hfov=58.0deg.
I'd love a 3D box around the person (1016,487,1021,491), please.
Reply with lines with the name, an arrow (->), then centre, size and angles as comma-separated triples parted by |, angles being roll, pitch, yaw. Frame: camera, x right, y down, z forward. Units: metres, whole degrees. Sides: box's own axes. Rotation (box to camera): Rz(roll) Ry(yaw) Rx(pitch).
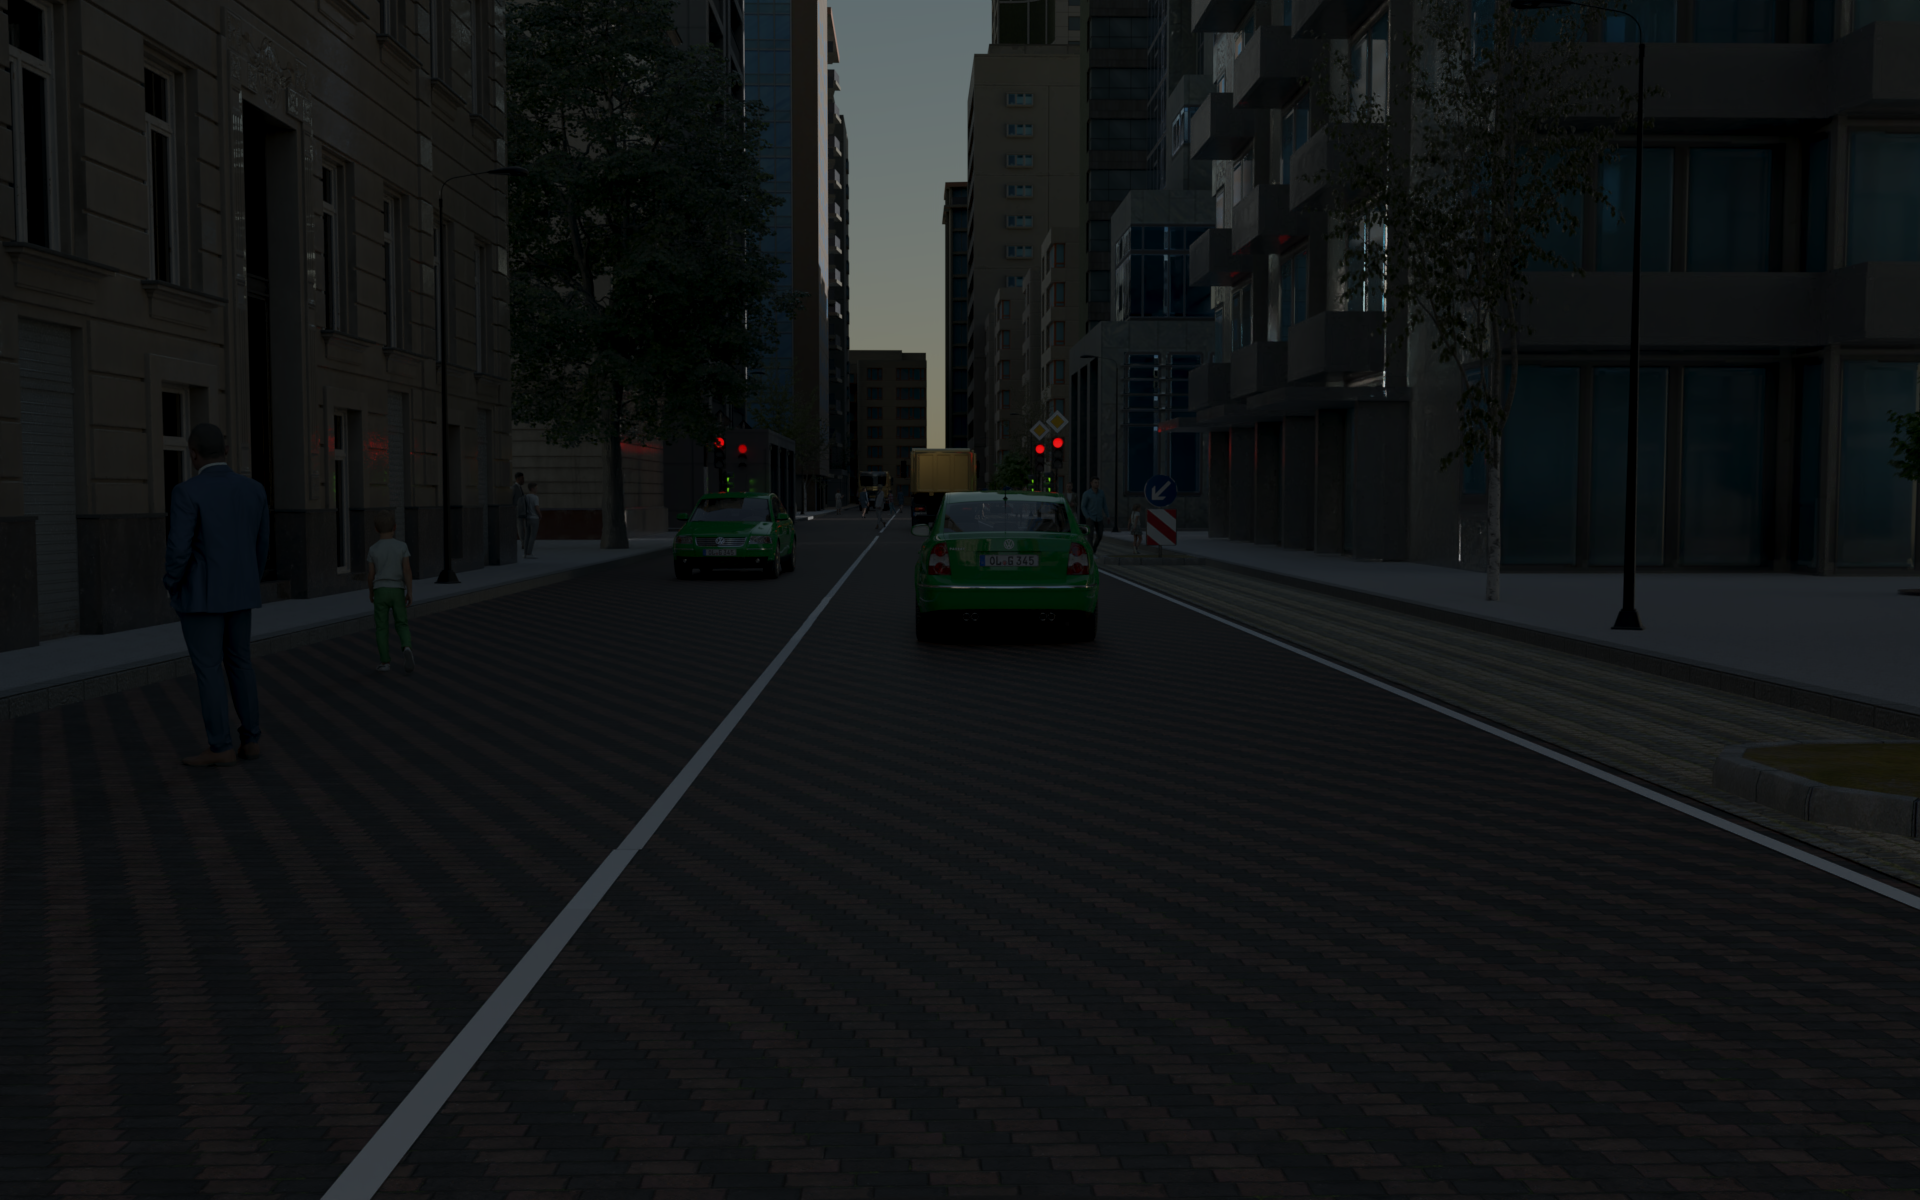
person -> 2.564, -4.087, 76.071 | 0.466, 1.731, 0.760 | 0, 4, 7

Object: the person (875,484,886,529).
person -> -3.280, -3.876, 71.743 | 0.514, 1.842, 0.818 | 3, 5, 40

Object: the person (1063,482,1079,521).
person -> 2.939, -2.290, 46.485 | 0.519, 1.759, 0.362 | 0, 4, 1

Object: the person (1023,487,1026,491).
person -> 4.086, -6.401, 111.448 | 0.760, 1.731, 0.466 | -1, 4, -21

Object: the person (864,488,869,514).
person -> -6.903, -7.245, 126.313 | 0.474, 1.900, 0.648 | 1, 4, 13

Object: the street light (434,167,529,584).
street light -> -6.819, -3.191, 24.713 | 1.470, 5.913, 1.316 | 0, 4, -2

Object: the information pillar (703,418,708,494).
information pillar -> -7.759, -3.764, 52.901 | 0.183, 3.616, 0.504 | 0, 4, -3

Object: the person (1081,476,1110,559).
person -> 2.958, -1.818, 38.246 | 0.660, 1.820, 0.620 | -2, 4, -31

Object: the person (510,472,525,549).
person -> -10.332, -2.085, 40.405 | 0.850, 1.792, 0.678 | 0, 4, 6

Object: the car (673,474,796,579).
car -> -3.951, -1.343, 30.762 | 1.959, 1.807, 4.718 | 0, 3, 0

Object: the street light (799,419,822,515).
street light -> -9.284, -8.275, 107.829 | 1.470, 5.913, 1.316 | 0, 4, -2

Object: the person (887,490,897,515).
person -> -4.674, -6.677, 118.502 | 0.643, 1.720, 0.563 | 1, 4, 18

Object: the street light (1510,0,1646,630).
street light -> 5.810, -2.675, 16.273 | 1.470, 5.913, 1.316 | 0, 4, -2

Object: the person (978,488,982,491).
person -> 1.005, -5.180, 93.787 | 0.643, 1.750, 0.593 | 1, 4, 19

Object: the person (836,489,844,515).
person -> -8.411, -6.835, 120.828 | 0.480, 1.755, 0.524 | 1, 4, 23

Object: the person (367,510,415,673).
person -> -4.554, -0.069, 13.873 | 0.306, 1.304, 0.590 | -3, 4, -37

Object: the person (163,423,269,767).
person -> -3.909, -0.029, 9.164 | 0.419, 1.800, 0.721 | 1, 4, 21

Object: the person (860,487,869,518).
person -> -5.697, -5.724, 102.112 | 0.581, 1.822, 0.654 | 2, 4, 31

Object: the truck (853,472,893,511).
truck -> -7.454, -9.491, 151.097 | 3.469, 3.379, 9.791 | 0, 4, -1

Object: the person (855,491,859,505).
person -> -12.550, -12.523, 211.739 | 0.436, 1.711, 0.756 | -1, 4, -12

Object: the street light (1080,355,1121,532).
street light -> 4.692, -5.216, 57.830 | 1.470, 5.913, 1.316 | 0, 4, -2

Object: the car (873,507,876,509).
car -> -7.566, -9.682, 168.524 | 2.015, 1.641, 3.980 | 0, 4, 0

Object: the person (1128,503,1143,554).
person -> 4.139, -1.702, 41.340 | 0.382, 1.210, 0.505 | -2, 4, -34

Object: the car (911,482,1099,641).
car -> 0.445, -0.580, 18.272 | 1.959, 1.807, 4.718 | 0, 4, 0

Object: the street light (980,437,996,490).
street light -> 2.318, -10.300, 140.941 | 1.470, 5.913, 1.316 | 0, 4, -2

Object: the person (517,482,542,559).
person -> -8.559, -1.577, 34.427 | 0.503, 1.515, 0.523 | 0, 4, -2

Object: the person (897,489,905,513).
person -> -4.541, -7.581, 132.479 | 0.581, 1.822, 0.654 | 0, 4, 6

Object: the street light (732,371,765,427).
street light -> -8.052, -5.687, 65.528 | 1.470, 5.913, 1.316 | 0, 4, -2

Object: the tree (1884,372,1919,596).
tree -> 12.631, -1.669, 21.887 | 1.663, 3.219, 1.824 | 0, 3, 0

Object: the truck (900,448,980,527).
truck -> -0.768, -4.663, 72.168 | 3.469, 3.379, 9.791 | 0, 4, -2

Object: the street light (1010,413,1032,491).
street light -> 3.547, -7.758, 99.387 | 1.470, 5.913, 1.316 | 0, 4, -2

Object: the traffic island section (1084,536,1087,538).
traffic island section -> 3.261, -2.180, 57.917 | 2.009, 0.180, 2.903 | 0, 4, -2
